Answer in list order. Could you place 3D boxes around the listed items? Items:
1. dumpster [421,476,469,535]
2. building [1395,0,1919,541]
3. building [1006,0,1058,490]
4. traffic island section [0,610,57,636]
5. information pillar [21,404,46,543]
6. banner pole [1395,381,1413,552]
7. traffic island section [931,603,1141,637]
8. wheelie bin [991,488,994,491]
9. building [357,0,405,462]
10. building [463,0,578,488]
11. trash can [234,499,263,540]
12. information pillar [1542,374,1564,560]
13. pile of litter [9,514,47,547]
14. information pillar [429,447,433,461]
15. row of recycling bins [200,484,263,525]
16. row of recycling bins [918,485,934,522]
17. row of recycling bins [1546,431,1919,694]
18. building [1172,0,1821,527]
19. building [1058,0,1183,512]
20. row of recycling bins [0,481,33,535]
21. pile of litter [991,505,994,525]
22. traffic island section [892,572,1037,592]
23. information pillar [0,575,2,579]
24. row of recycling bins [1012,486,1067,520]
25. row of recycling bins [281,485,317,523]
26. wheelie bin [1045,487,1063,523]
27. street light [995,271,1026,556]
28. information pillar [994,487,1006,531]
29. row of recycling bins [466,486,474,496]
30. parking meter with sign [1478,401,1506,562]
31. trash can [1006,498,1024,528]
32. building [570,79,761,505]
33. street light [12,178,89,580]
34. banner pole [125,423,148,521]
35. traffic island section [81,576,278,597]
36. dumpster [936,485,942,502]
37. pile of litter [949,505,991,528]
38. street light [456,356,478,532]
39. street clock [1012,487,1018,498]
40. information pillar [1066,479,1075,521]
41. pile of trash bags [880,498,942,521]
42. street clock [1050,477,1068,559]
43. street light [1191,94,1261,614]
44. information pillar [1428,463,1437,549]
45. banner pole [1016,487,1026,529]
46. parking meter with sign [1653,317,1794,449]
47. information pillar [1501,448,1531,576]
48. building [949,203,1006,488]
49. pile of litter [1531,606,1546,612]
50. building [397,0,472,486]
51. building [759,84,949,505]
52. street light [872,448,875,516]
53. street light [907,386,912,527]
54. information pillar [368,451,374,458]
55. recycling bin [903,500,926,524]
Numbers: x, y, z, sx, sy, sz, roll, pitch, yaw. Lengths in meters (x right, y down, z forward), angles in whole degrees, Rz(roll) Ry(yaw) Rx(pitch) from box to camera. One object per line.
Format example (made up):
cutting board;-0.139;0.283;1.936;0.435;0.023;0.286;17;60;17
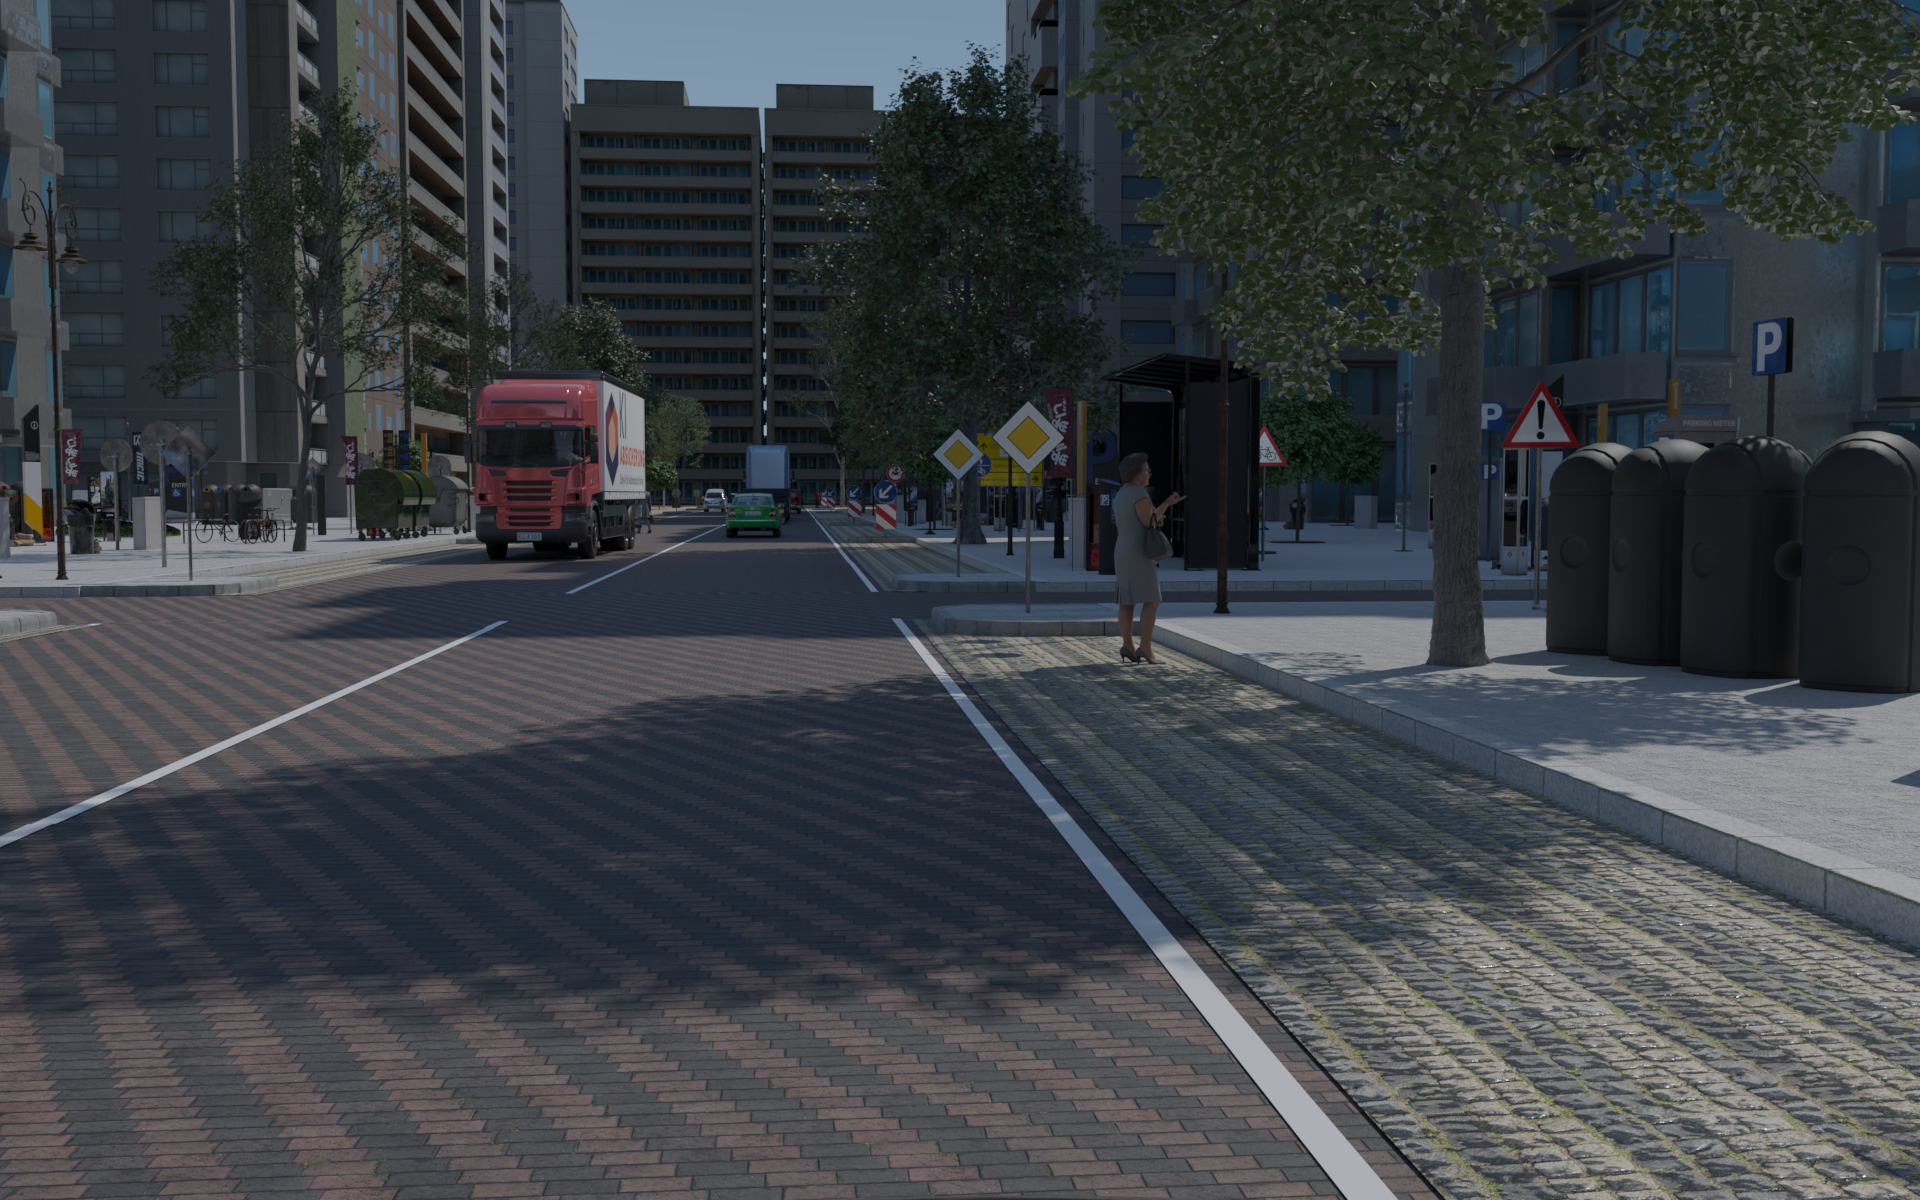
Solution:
dumpster;-16.443;-3.023;55.178;1.264;1.857;1.865;0;4;-5
building;29.048;-26.406;51.345;30.456;49.044;23.786;0;4;-5
building;18.840;-34.363;151.067;28.713;52.752;27.495;0;4;-5
traffic island section;-10.636;0.282;17.668;2.009;0.180;2.903;0;4;-5
information pillar;-24.070;-3.277;44.940;0.183;3.616;0.504;1;4;22
banner pole;9.956;-2.985;38.816;0.401;3.779;0.863;1;4;10
traffic island section;0.754;0.216;18.746;2.009;0.180;2.903;0;4;-5
wheelie bin;1.946;-5.397;96.149;0.980;1.594;0.693;-2;4;-23
building;-42.581;-27.808;104.773;14.600;45.320;14.200;0;4;-5
building;-59.471;-40.510;204.338;28.212;58.520;21.231;0;4;-5
trash can;-20.054;-2.276;48.864;0.748;1.137;0.748;0;3;0
information pillar;11.545;-2.601;33.883;0.504;3.616;0.183;1;4;12
pile of litter;-23.269;-1.742;42.449;1.719;0.858;1.176;-3;5;-43
information pillar;-26.342;-5.807;86.305;0.183;3.616;0.504;-2;4;-26
row of recycling bins;-30.542;-4.008;72.644;3.534;1.692;1.069;2;4;32
row of recycling bins;-1.866;-4.441;79.720;1.069;1.692;3.534;1;4;9
row of recycling bins;5.577;-0.344;12.744;1.069;1.692;3.534;-1;4;-17
building;23.506;-28.656;88.132;23.786;49.044;30.456;0;4;-5
building;17.513;-35.525;122.838;21.231;58.520;28.212;0;4;-5
row of recycling bins;-30.288;-2.855;53.791;1.069;1.692;3.534;1;4;19
pile of litter;1.308;-3.500;71.182;1.719;0.858;1.176;1;4;22
traffic island section;-0.005;-0.270;26.696;2.009;0.180;2.903;0;4;-5
information pillar;-14.739;-2.138;26.305;0.183;3.616;0.504;-2;4;-34
row of recycling bins;3.555;-4.816;85.852;3.534;1.692;1.069;2;4;32
row of recycling bins;-29.629;-4.301;77.437;1.069;1.692;3.534;-2;4;-35
wheelie bin;4.191;-4.272;77.756;0.980;1.594;0.693;3;5;43
street light;1.047;-3.867;36.017;0.468;5.910;1.993;0;4;-5
information pillar;1.377;-3.400;60.075;0.304;2.012;0.304;2;4;34
row of recycling bins;-21.137;-4.390;78.887;3.534;1.692;1.069;-2;4;-33
parking meter with sign;10.297;-2.278;33.512;0.543;3.016;1.738;1;4;20
trash can;2.089;-3.310;65.775;0.748;1.137;0.748;0;3;0
building;-34.230;-35.670;206.914;21.600;48.544;21.300;0;4;-5
street light;-13.445;-3.239;25.753;0.468;5.910;1.993;0;4;-5
banner pole;-28.966;-4.333;60.859;0.863;3.779;0.401;-2;4;-32
traffic island section;-11.395;-0.204;25.617;2.009;0.180;2.903;0;4;-5
dumpster;-0.860;-5.707;99.072;1.264;1.857;1.865;0;4;-6
pile of litter;0.109;-3.166;65.731;1.176;0.858;1.719;3;4;37
street light;-16.499;-5.215;58.053;0.468;5.910;1.993;0;4;-5
street clock;2.363;-4.361;75.880;0.358;2.002;0.471;-1;4;-9
information pillar;5.326;-4.816;83.241;0.304;2.012;0.304;3;5;42
pile of trash bags;-2.782;-5.049;92.305;3.447;1.369;1.912;-3;5;-43
street clock;1.976;-1.831;34.509;0.358;2.002;0.471;1;4;16
street light;2.819;-2.794;18.464;0.468;5.910;1.993;0;4;-5
information pillar;11.231;-2.216;40.718;0.304;2.012;0.304;-3;4;-39
banner pole;2.361;-4.502;63.632;0.401;3.779;0.863;2;4;30
parking meter with sign;7.283;-1.282;17.214;1.738;3.016;0.543;-1;4;-9
information pillar;8.756;-1.395;27.297;0.304;2.012;0.304;-3;5;-41
building;5.377;-34.107;207.764;14.200;45.320;14.600;0;4;-5
pile of litter;7.142;-0.324;19.260;1.719;0.858;1.176;0;4;-6
building;-47.665;-30.485;122.139;21.300;48.544;21.600;0;4;-5
building;-12.748;-35.809;209.176;21.600;48.544;21.300;0;4;-5
street light;-5.071;-7.856;101.234;0.468;5.910;1.993;0;4;-5
street light;-1.992;-5.843;68.318;0.468;5.910;1.993;0;4;-5
information pillar;-32.125;-6.297;94.303;0.504;3.616;0.183;-1;4;-10
recycling bin;-1.960;-3.811;74.868;0.722;1.027;0.722;-3;5;-44
